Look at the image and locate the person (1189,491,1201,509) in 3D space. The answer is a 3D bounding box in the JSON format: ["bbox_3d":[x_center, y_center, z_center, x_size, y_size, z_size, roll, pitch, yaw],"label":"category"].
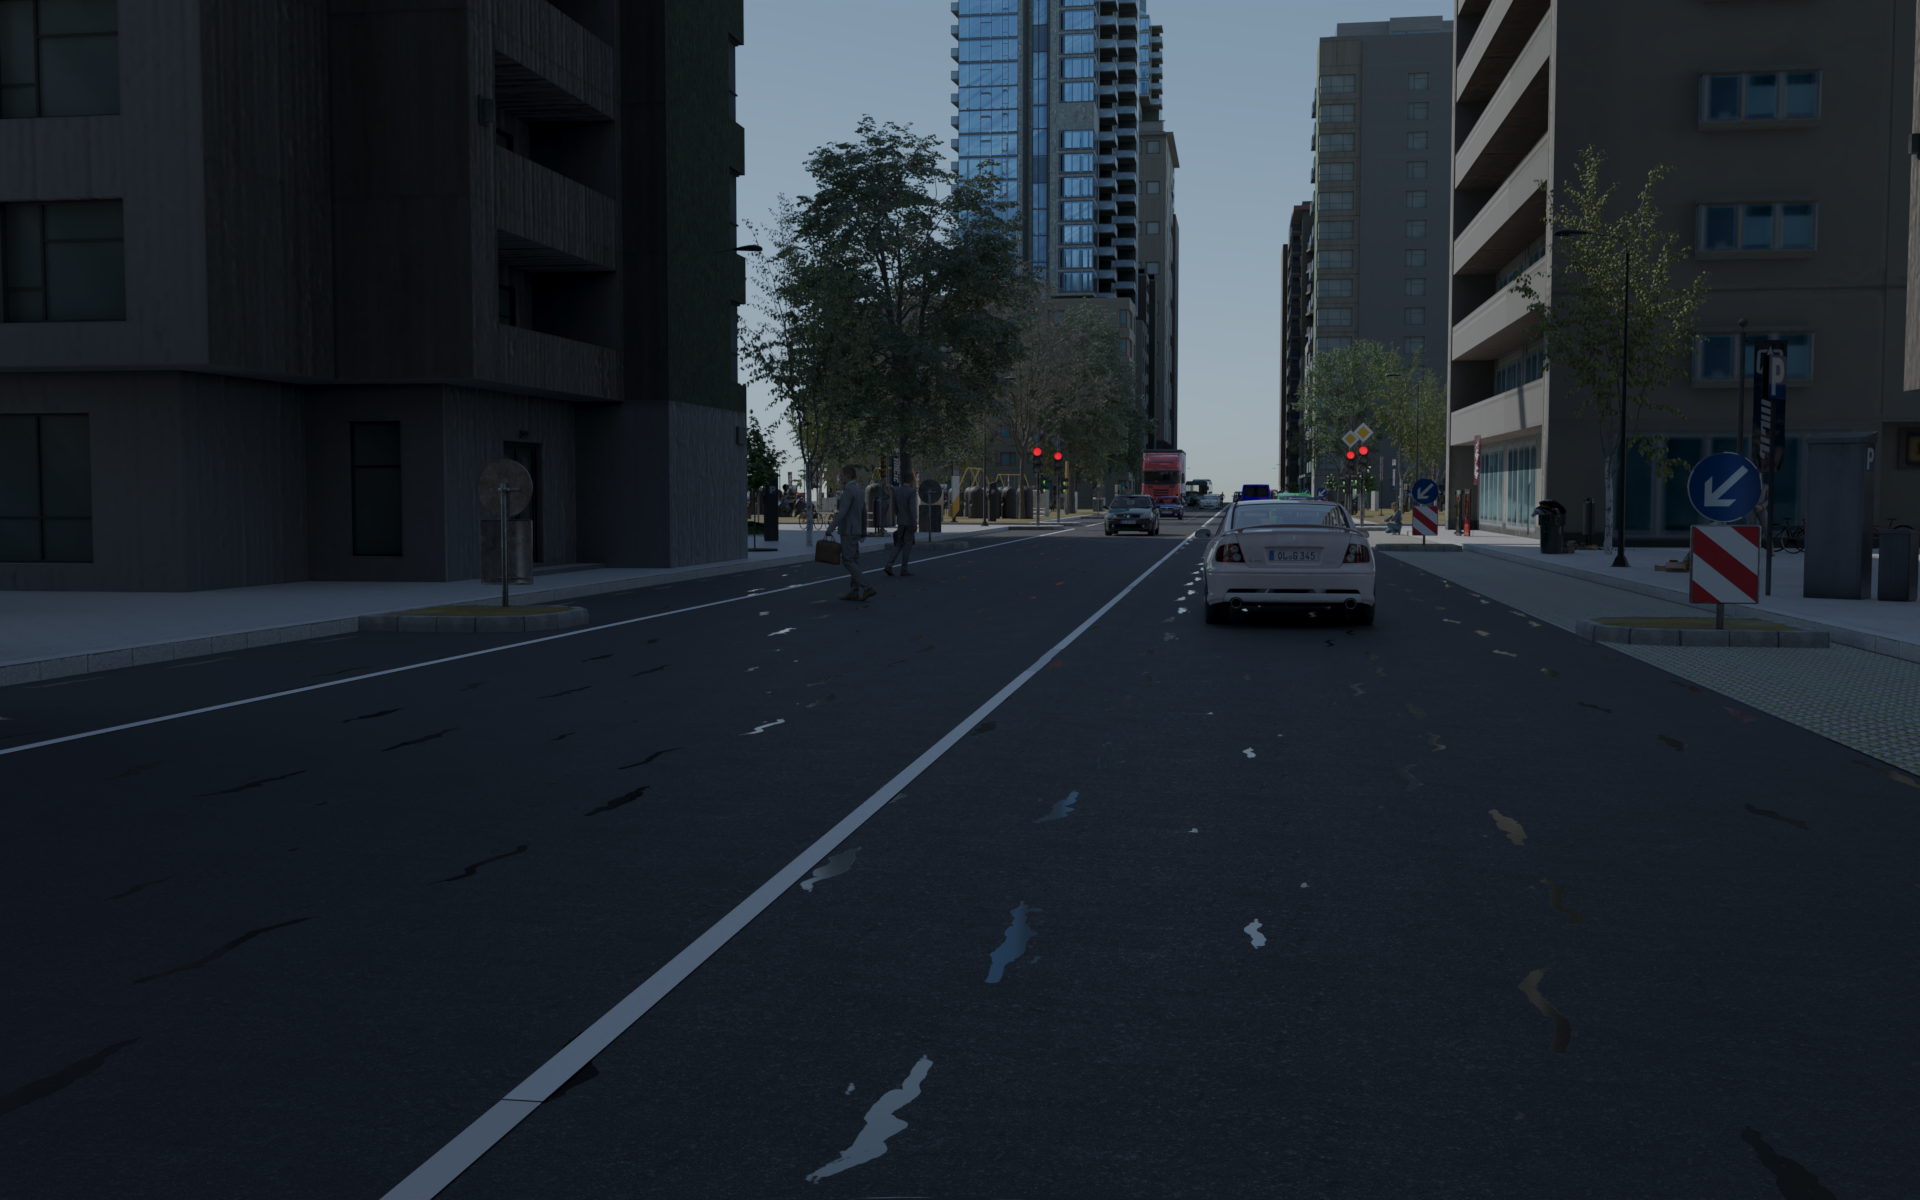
[{"bbox_3d":[21.912,-9.303,161.399,1.217,1.735,0.721,1,4,22],"label":"person"}]

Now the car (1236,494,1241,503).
[{"bbox_3d":[40.723,-14.659,249.453,2.009,1.686,4.222,1,4,9],"label":"car"}]

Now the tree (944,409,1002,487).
[{"bbox_3d":[1.346,-10.892,128.440,4.360,8.622,3.978,0,3,0],"label":"tree"}]

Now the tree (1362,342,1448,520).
[{"bbox_3d":[21.781,-8.195,84.353,4.737,8.622,4.395,0,3,0],"label":"tree"}]

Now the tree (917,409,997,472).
[{"bbox_3d":[-0.239,-13.172,149.779,8.767,10.594,7.601,3,4,38],"label":"tree"}]

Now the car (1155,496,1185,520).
[{"bbox_3d":[11.659,-5.186,97.363,1.945,1.354,3.894,0,4,8],"label":"car"}]

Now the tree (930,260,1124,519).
[{"bbox_3d":[3.164,-10.909,88.734,12.009,13.543,11.850,0,3,0],"label":"tree"}]

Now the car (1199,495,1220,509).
[{"bbox_3d":[23.858,-9.362,165.434,2.083,1.381,4.827,1,4,11],"label":"car"}]

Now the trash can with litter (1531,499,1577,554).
[{"bbox_3d":[12.824,-1.585,37.309,1.055,1.170,0.624,-3,5,-43],"label":"trash can with litter"}]

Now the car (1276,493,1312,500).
[{"bbox_3d":[12.939,-3.572,67.200,1.959,1.807,4.718,1,4,8],"label":"car"}]

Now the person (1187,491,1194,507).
[{"bbox_3d":[24.987,-10.855,186.715,1.217,1.736,0.721,1,4,8],"label":"person"}]

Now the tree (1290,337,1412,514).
[{"bbox_3d":[25.753,-11.520,114.101,9.928,11.665,9.643,0,3,0],"label":"tree"}]

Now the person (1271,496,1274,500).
[{"bbox_3d":[20.326,-6.427,113.935,0.721,1.781,0.623,0,4,-4],"label":"person"}]

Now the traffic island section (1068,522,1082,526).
[{"bbox_3d":[4.411,-3.405,77.960,2.009,0.180,2.903,1,4,9],"label":"traffic island section"}]

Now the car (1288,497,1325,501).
[{"bbox_3d":[11.536,-2.766,57.805,1.945,1.354,3.894,1,4,9],"label":"car"}]

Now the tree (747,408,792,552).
[{"bbox_3d":[-4.759,-2.713,38.953,1.663,3.219,1.824,0,3,0],"label":"tree"}]

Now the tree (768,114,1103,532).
[{"bbox_3d":[-1.836,-9.258,58.018,9.857,13.997,8.962,0,3,0],"label":"tree"}]

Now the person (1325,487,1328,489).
[{"bbox_3d":[28.542,-7.896,135.006,0.748,1.841,0.638,-3,5,-40],"label":"person"}]

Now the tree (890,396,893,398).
[{"bbox_3d":[-5.035,-8.918,96.172,4.737,8.622,4.395,0,3,0],"label":"tree"}]

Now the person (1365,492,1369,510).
[{"bbox_3d":[33.066,-8.241,141.034,0.529,1.795,0.600,0,4,2],"label":"person"}]

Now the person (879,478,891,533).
[{"bbox_3d":[-2.443,-3.108,57.047,0.526,1.800,0.537,3,4,38],"label":"person"}]

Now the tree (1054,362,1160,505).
[{"bbox_3d":[11.928,-13.925,144.681,9.611,12.733,9.660,0,3,0],"label":"tree"}]

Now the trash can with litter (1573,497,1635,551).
[{"bbox_3d":[14.680,-1.788,40.293,1.678,1.210,2.233,1,4,12],"label":"trash can with litter"}]

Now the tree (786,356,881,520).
[{"bbox_3d":[-6.835,-8.216,84.691,4.737,8.622,4.395,0,3,0],"label":"tree"}]

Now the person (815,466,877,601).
[{"bbox_3d":[-1.496,-0.901,23.357,0.853,1.813,0.709,1,4,14],"label":"person"}]

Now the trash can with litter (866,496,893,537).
[{"bbox_3d":[-2.340,-2.520,52.258,1.678,1.210,2.233,0,4,6],"label":"trash can with litter"}]

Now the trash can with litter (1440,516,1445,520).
[{"bbox_3d":[24.542,-4.506,84.737,1.678,1.210,2.233,-3,5,-41],"label":"trash can with litter"}]

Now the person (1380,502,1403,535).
[{"bbox_3d":[14.988,-2.817,60.062,0.738,1.151,1.012,1,4,10],"label":"person"}]

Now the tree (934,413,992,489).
[{"bbox_3d":[-0.063,-10.620,124.002,4.737,8.622,4.395,0,3,0],"label":"tree"}]

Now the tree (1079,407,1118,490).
[{"bbox_3d":[10.536,-11.179,133.134,4.737,8.622,4.395,0,3,0],"label":"tree"}]

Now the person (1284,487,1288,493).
[{"bbox_3d":[19.794,-5.935,105.394,0.748,1.841,0.638,-1,4,-16],"label":"person"}]

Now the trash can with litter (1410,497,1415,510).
[{"bbox_3d":[36.228,-7.681,136.643,2.233,1.210,1.678,3,4,38],"label":"trash can with litter"}]

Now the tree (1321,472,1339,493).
[{"bbox_3d":[32.373,-9.585,151.312,1.663,3.219,1.824,0,3,0],"label":"tree"}]

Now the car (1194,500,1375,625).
[{"bbox_3d":[3.816,-0.495,20.448,2.083,1.381,4.827,0,4,8],"label":"car"}]

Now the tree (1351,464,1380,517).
[{"bbox_3d":[22.206,-6.172,95.510,1.663,3.219,1.824,0,3,0],"label":"tree"}]

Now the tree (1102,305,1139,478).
[{"bbox_3d":[7.290,-12.664,113.707,9.857,13.997,8.962,0,3,0],"label":"tree"}]

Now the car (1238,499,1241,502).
[{"bbox_3d":[28.166,-9.595,169.465,1.945,1.354,3.894,0,4,8],"label":"car"}]

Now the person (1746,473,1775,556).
[{"bbox_3d":[16.517,-1.801,35.770,0.520,1.790,0.573,0,4,-1],"label":"person"}]

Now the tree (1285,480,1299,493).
[{"bbox_3d":[46.098,-15.009,239.989,1.663,3.219,1.824,0,3,0],"label":"tree"}]

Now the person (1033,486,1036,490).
[{"bbox_3d":[4.328,-5.765,100.718,0.576,1.772,0.534,0,4,4],"label":"person"}]

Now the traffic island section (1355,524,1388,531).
[{"bbox_3d":[15.807,-2.798,68.023,2.009,0.180,2.903,1,4,9],"label":"traffic island section"}]

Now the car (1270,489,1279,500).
[{"bbox_3d":[23.252,-7.477,130.921,2.281,1.827,5.304,1,4,8],"label":"car"}]

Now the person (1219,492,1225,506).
[{"bbox_3d":[30.685,-11.816,202.628,0.756,1.711,0.436,0,4,-3],"label":"person"}]

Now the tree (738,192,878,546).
[{"bbox_3d":[-3.733,-5.619,42.231,4.360,8.622,3.978,0,3,0],"label":"tree"}]

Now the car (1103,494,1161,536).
[{"bbox_3d":[6.043,-3.110,60.634,2.009,1.686,4.222,1,4,10],"label":"car"}]

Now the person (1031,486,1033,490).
[{"bbox_3d":[4.390,-6.121,106.303,0.721,1.800,0.419,3,5,42],"label":"person"}]

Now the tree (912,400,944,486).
[{"bbox_3d":[-2.934,-11.541,139.065,4.360,8.622,3.978,0,3,0],"label":"tree"}]

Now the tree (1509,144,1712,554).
[{"bbox_3d":[13.702,-5.261,36.383,4.737,8.622,4.395,0,3,0],"label":"tree"}]

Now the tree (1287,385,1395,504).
[{"bbox_3d":[31.075,-12.693,141.938,8.767,10.594,7.601,0,4,6],"label":"tree"}]

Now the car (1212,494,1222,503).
[{"bbox_3d":[40.235,-15.938,272.388,2.131,1.459,4.920,1,4,10],"label":"car"}]

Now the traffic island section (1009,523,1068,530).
[{"bbox_3d":[3.131,-2.923,70.077,2.009,0.180,2.903,1,4,9],"label":"traffic island section"}]

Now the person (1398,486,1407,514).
[{"bbox_3d":[28.302,-6.414,111.005,0.767,1.812,0.694,-2,4,-28],"label":"person"}]

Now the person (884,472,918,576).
[{"bbox_3d":[-0.952,-1.337,30.475,0.709,1.813,0.853,3,5,42],"label":"person"}]
